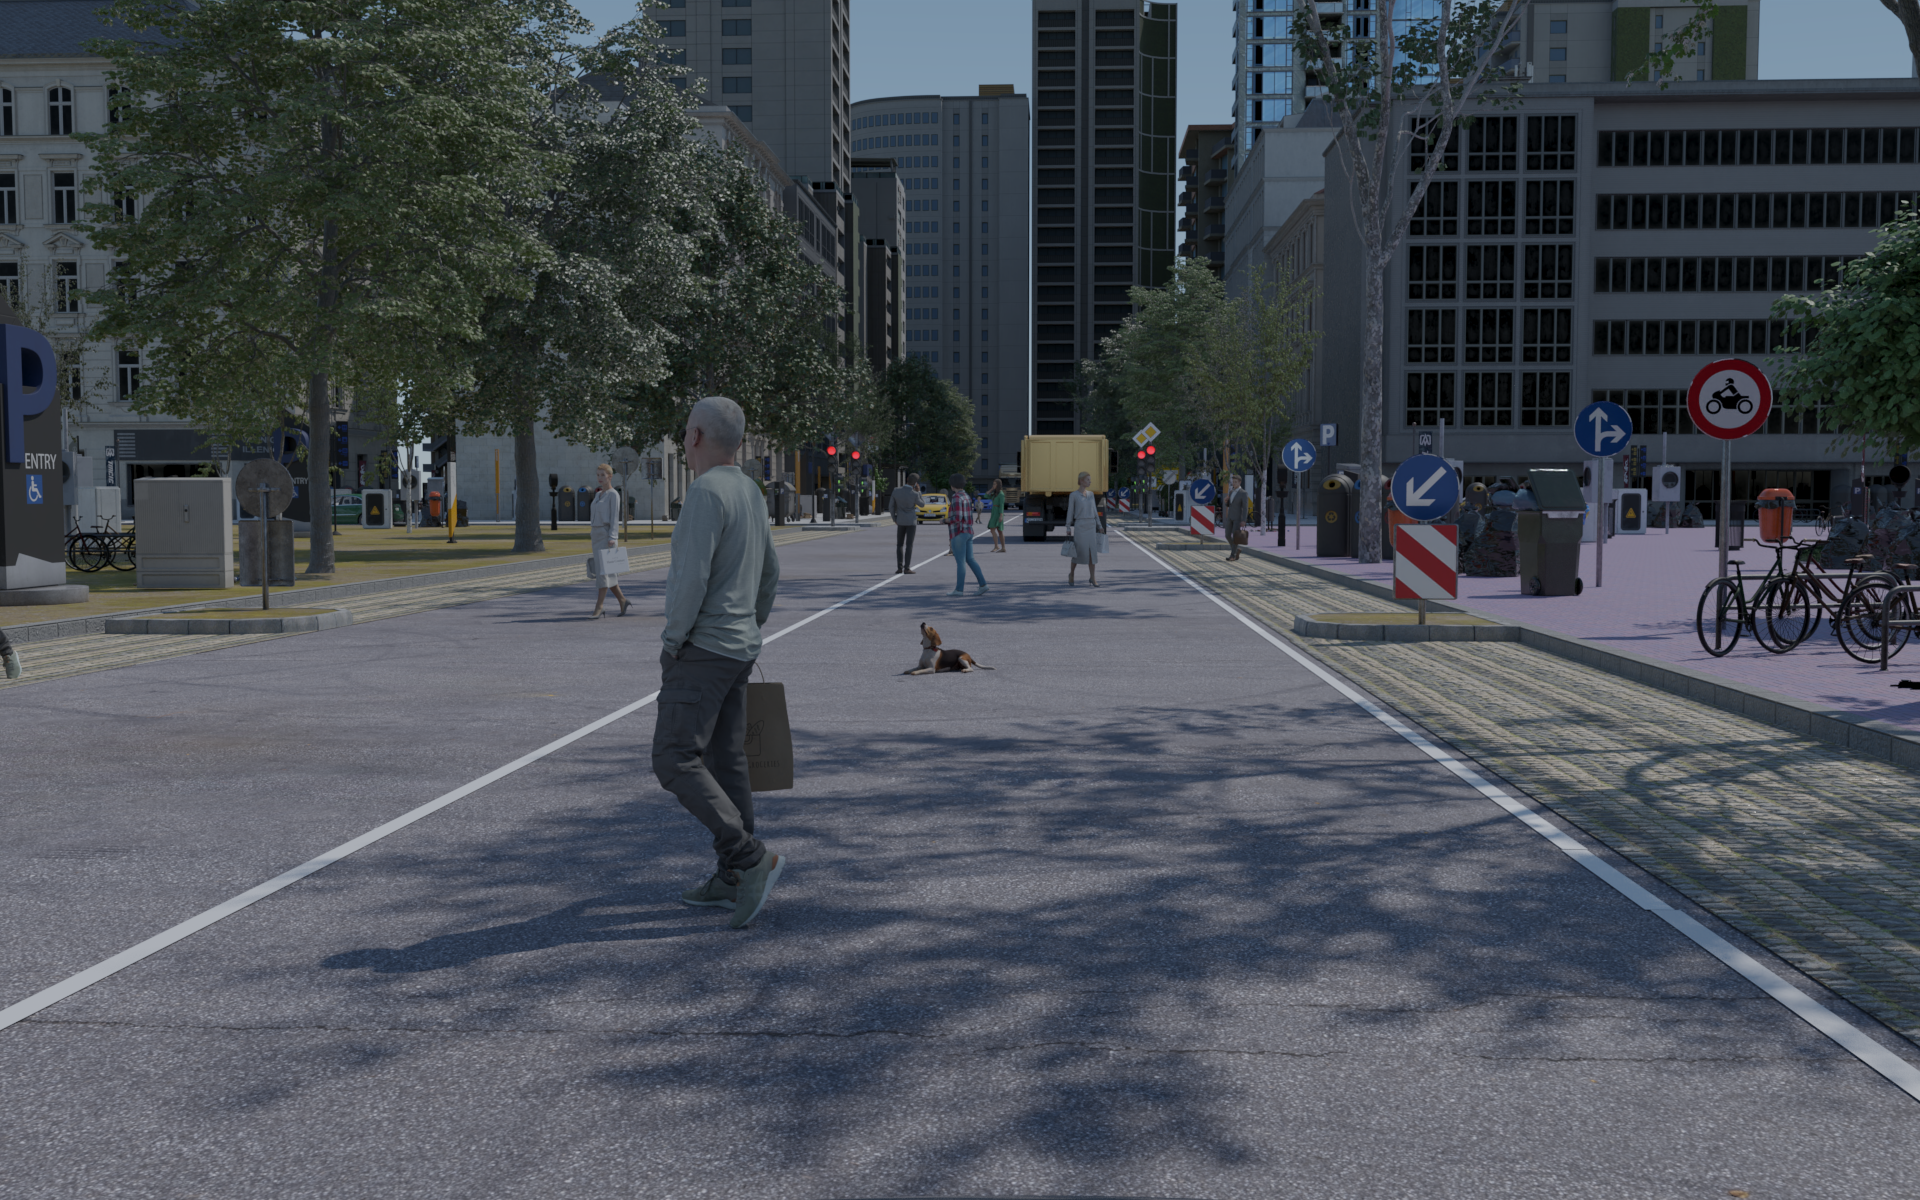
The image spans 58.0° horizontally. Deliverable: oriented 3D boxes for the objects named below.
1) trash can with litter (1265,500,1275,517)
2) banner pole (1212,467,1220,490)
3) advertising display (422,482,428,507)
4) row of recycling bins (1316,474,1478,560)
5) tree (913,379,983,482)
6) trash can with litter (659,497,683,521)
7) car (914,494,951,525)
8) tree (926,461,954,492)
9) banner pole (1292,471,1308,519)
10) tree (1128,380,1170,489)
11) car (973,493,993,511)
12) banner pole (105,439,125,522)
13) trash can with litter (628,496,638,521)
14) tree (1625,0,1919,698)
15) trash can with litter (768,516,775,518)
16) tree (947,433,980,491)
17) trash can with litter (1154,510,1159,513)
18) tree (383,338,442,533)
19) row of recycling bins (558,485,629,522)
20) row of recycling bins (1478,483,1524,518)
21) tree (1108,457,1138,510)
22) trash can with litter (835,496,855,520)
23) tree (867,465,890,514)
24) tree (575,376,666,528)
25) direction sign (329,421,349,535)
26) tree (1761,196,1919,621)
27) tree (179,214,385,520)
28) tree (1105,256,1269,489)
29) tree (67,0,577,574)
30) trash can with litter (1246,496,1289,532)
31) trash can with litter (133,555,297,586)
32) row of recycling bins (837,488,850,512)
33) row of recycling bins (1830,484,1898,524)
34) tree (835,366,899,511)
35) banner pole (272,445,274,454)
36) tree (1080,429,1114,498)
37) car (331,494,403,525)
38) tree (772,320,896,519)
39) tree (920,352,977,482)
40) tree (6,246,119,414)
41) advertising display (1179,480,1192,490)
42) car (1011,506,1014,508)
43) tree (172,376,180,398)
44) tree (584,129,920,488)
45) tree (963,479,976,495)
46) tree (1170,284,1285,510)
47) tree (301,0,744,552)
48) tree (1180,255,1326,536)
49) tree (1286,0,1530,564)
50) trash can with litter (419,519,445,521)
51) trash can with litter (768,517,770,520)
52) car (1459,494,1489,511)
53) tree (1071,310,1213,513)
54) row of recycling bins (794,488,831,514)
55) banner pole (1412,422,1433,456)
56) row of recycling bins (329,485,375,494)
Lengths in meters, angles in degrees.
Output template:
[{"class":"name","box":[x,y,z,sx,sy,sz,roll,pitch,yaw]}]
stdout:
[{"class":"trash can with litter","box":[16.157,-4.886,91.272,0.624,1.170,1.055,-3,5,-45]},{"class":"banner pole","box":[20.379,-9.082,138.511,0.863,3.779,0.401,-1,4,-14]},{"class":"advertising display","box":[-29.600,-5.567,96.236,0.123,1.923,0.974,0,4,7]},{"class":"row of recycling bins","box":[8.461,-1.666,34.357,1.069,1.692,3.534,-2,4,-32]},{"class":"tree","box":[-1.329,-15.451,170.748,7.486,12.596,7.792,0,3,0]},{"class":"trash can with litter","box":[-13.616,-4.293,81.574,1.055,1.170,0.624,-1,4,-16]},{"class":"car","box":[-1.268,-4.421,82.512,2.015,1.641,3.980,0,4,4]},{"class":"tree","box":[-1.531,-10.790,160.135,4.285,4.588,4.351,0,3,0]},{"class":"banner pole","box":[17.490,-6.066,89.195,0.863,3.779,0.401,1,4,21]},{"class":"tree","box":[12.493,-9.474,105.265,4.360,8.622,3.978,0,3,0]},{"class":"car","box":[2.039,-8.235,144.231,1.945,1.707,3.694,0,4,4]},{"class":"banner pole","box":[-38.644,-5.451,79.141,0.401,3.779,0.863,2,4,32]},{"class":"trash can with litter","box":[-15.809,-4.388,83.136,0.624,1.170,1.055,0,4,-8]},{"class":"tree","box":[6.481,-5.201,10.784,9.928,11.665,9.643,0,3,0]},{"class":"trash can with litter","box":[-10.631,-4.894,91.072,2.233,1.210,1.678,-2,4,-32]},{"class":"tree","box":[-0.149,-14.350,184.981,4.360,8.622,3.978,0,3,0]},{"class":"trash can with litter","box":[14.318,-6.748,121.388,2.233,1.210,1.678,0,4,3]},{"class":"tree","box":[-18.253,-6.495,56.557,4.737,8.622,4.395,0,3,0]},{"class":"row of recycling bins","box":[-17.219,-4.542,81.376,3.534,1.692,1.069,1,4,13]},{"class":"row of recycling bins","box":[19.672,-3.330,61.559,3.534,1.692,1.069,3,4,39]},{"class":"tree","box":[14.222,-9.558,139.980,4.285,4.588,4.351,0,3,0]},{"class":"trash can with litter","box":[-5.785,-4.664,87.645,1.055,1.170,0.624,2,4,24]},{"class":"tree","box":[-5.326,-7.090,110.523,1.663,3.219,1.824,0,3,0]},{"class":"tree","box":[-12.762,-7.047,65.579,4.360,8.622,3.978,0,3,0]},{"class":"direction sign","box":[-19.401,-3.774,53.704,0.876,3.537,0.379,-1,4,-12]},{"class":"tree","box":[10.119,-2.069,17.537,4.285,4.588,4.351,0,3,0]},{"class":"tree","box":[-17.835,-5.806,45.288,4.737,8.622,4.395,0,3,0]},{"class":"tree","box":[10.764,-10.049,82.424,7.486,12.596,7.792,0,3,0]},{"class":"tree","box":[-9.988,-6.717,27.946,7.486,12.596,7.792,0,3,0]},{"class":"trash can with litter","box":[10.418,-2.946,59.227,1.678,1.210,2.233,1,4,23]},{"class":"trash can with litter","box":[-10.839,-0.866,25.222,2.233,1.210,1.678,-2,4,-27]},{"class":"row of recycling bins","box":[-9.481,-7.106,123.301,3.534,1.692,1.069,1,4,12]},{"class":"row of recycling bins","box":[38.877,-4.107,74.262,3.534,1.692,1.069,-1,4,-21]},{"class":"tree","box":[-5.628,-8.959,96.840,4.360,8.622,3.978,0,3,0]},{"class":"banner pole","box":[-30.521,-5.377,77.935,0.863,3.779,0.401,-1,4,-9]},{"class":"tree","box":[19.591,-18.681,222.442,9.611,12.733,9.660,0,3,0]},{"class":"car","box":[-25.991,-3.743,72.993,4.920,1.459,2.131,0,4,4]},{"class":"tree","box":[-6.787,-9.443,88.813,7.601,10.594,8.767,0,3,0]},{"class":"tree","box":[-3.815,-13.433,136.641,9.611,12.733,9.660,0,3,0]},{"class":"tree","box":[-28.078,-6.241,52.405,4.360,8.622,3.978,0,3,0]},{"class":"advertising display","box":[10.162,-4.441,77.826,0.123,1.923,0.974,-2,4,-29]},{"class":"car","box":[4.669,-10.206,178.672,2.131,1.459,4.920,0,4,3]},{"class":"tree","box":[-27.539,-7.011,64.998,4.737,8.622,4.395,0,3,0]},{"class":"tree","box":[-7.885,-8.438,54.964,9.611,12.733,9.660,0,3,0]},{"class":"tree","box":[1.289,-14.152,225.989,1.663,3.219,1.824,0,3,0]},{"class":"tree","box":[9.544,-6.779,61.201,4.360,8.622,3.978,0,3,0]},{"class":"tree","box":[-9.660,-8.050,38.273,9.857,13.997,8.962,0,3,0]},{"class":"tree","box":[9.225,-6.312,53.558,4.737,8.622,4.395,0,3,0]},{"class":"tree","box":[8.913,-10.700,30.835,12.611,20.169,13.585,0,3,0]},{"class":"trash can with litter","box":[-24.982,-4.381,82.680,2.233,1.210,1.678,3,5,39]},{"class":"trash can with litter","box":[-9.701,-4.450,84.142,0.624,1.170,1.055,1,4,20]},{"class":"car","box":[21.204,-3.737,71.319,3.980,1.641,2.015,0,4,3]},{"class":"tree","box":[12.846,-12.989,119.028,9.857,13.997,8.962,0,3,0]},{"class":"row of recycling bins","box":[-10.280,-6.494,113.292,3.534,1.692,1.069,-2,4,-34]},{"class":"banner pole","box":[16.101,-4.317,60.594,0.863,3.779,0.401,1,4,11]},{"class":"row of recycling bins","box":[-28.850,-4.470,80.201,3.534,1.692,1.069,-3,5,-40]}]
